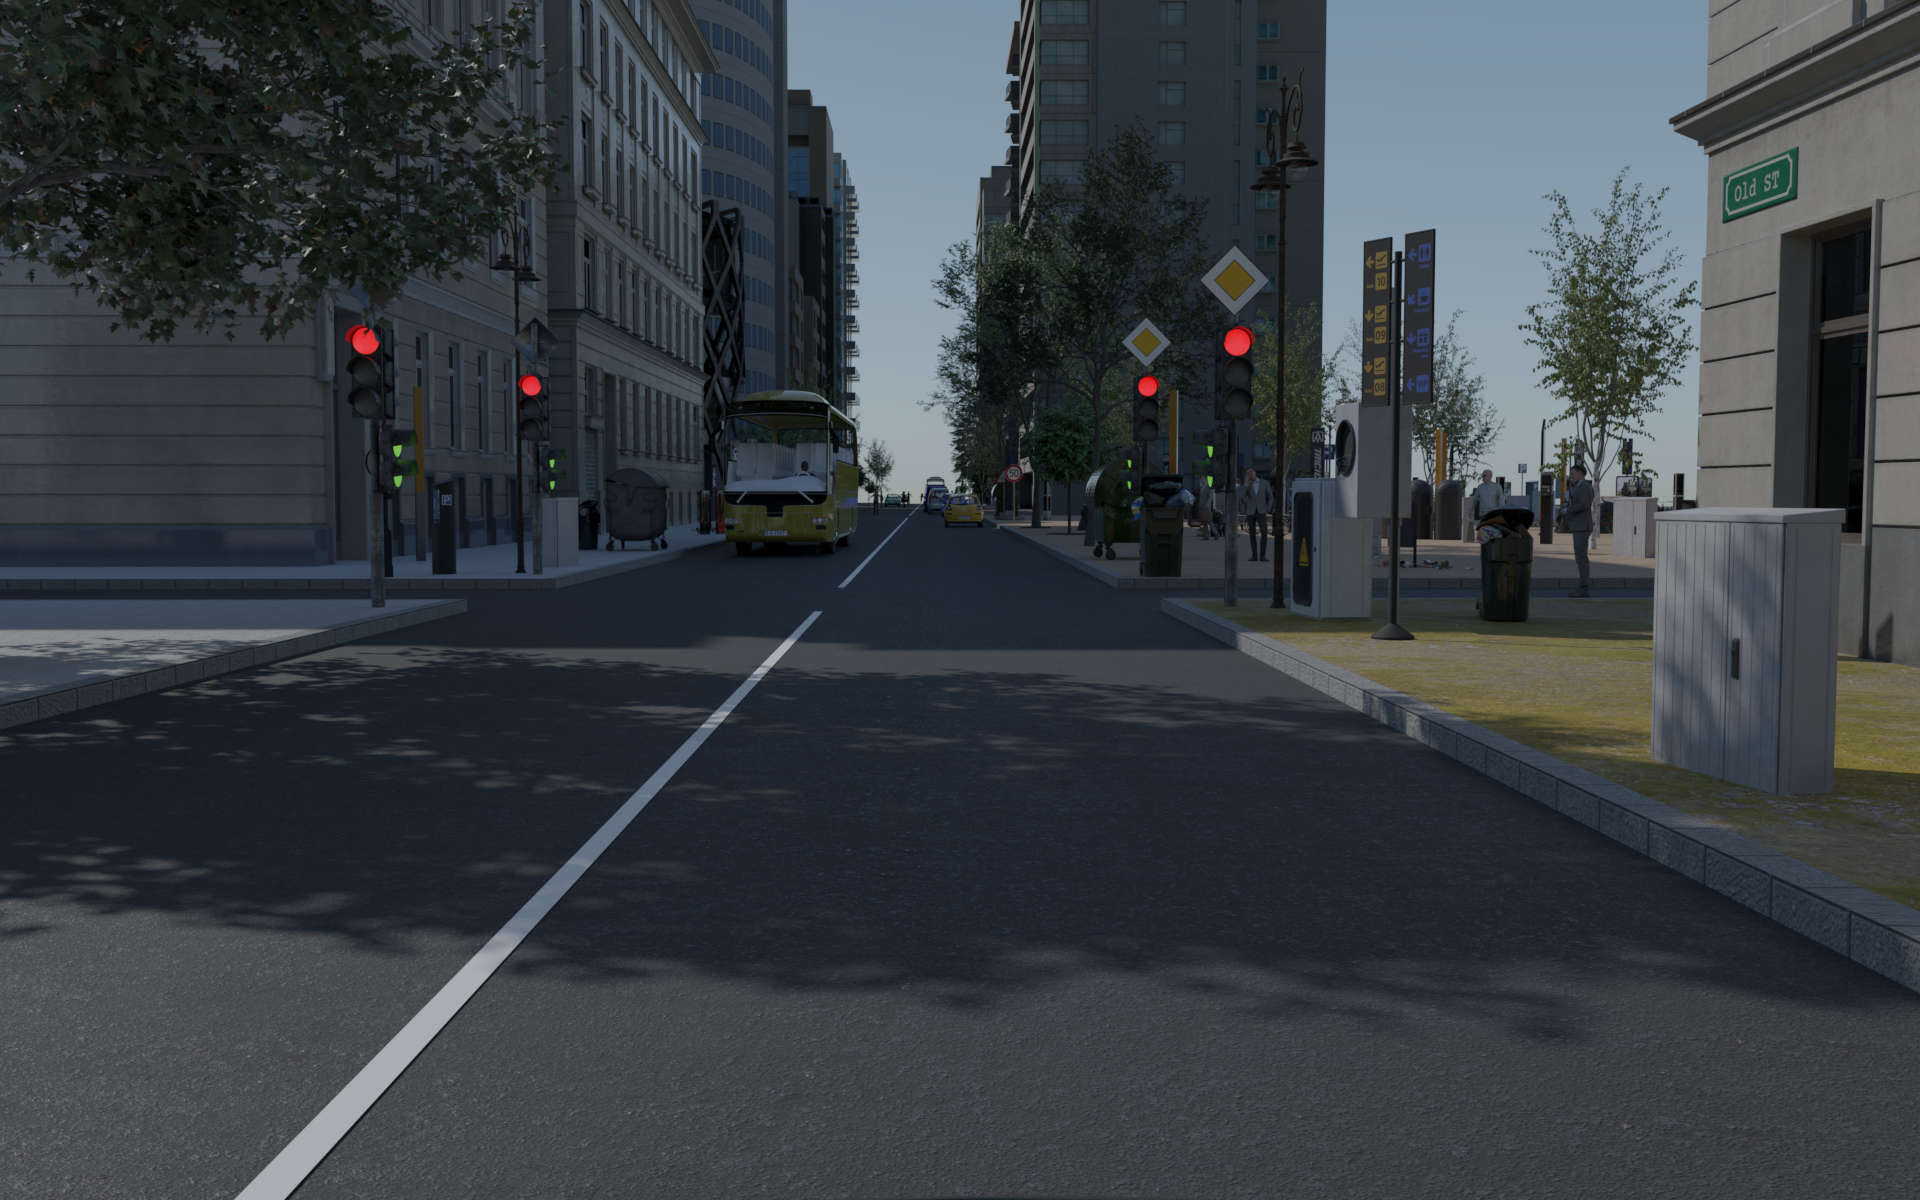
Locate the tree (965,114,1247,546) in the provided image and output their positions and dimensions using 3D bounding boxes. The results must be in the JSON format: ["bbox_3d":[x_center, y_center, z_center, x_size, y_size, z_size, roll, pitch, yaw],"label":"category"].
[{"bbox_3d":[3.535,-6.603,42.372,7.601,10.594,8.767,0,4,8],"label":"tree"}]

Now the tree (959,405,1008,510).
[{"bbox_3d":[2.399,-11.670,141.167,4.360,8.622,3.978,0,3,0],"label":"tree"}]

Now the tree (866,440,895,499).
[{"bbox_3d":[-10.864,-17.314,233.450,4.360,8.622,3.978,0,3,0],"label":"tree"}]

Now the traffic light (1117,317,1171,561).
[{"bbox_3d":[2.944,-2.371,27.689,0.839,4.253,0.868,0,4,-1],"label":"traffic light"}]

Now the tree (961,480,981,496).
[{"bbox_3d":[1.562,-10.220,161.691,1.663,3.219,1.824,0,3,0],"label":"tree"}]

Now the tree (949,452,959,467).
[{"bbox_3d":[1.117,-16.305,216.943,4.360,8.622,3.978,0,3,0],"label":"tree"}]

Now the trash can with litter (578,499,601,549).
[{"bbox_3d":[-8.781,-1.749,39.979,1.055,1.170,0.624,3,5,40],"label":"trash can with litter"}]

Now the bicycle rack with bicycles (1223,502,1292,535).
[{"bbox_3d":[9.944,-2.528,54.720,2.925,0.926,2.852,3,5,44],"label":"bicycle rack with bicycles"}]

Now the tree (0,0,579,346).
[{"bbox_3d":[-8.066,-5.866,12.918,9.611,12.733,9.660,0,3,0],"label":"tree"}]

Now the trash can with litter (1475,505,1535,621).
[{"bbox_3d":[5.487,-0.388,17.735,0.624,1.170,1.055,0,4,4],"label":"trash can with litter"}]

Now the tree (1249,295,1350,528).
[{"bbox_3d":[12.382,-7.019,65.116,4.737,8.622,4.395,0,3,0],"label":"tree"}]

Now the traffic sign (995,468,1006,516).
[{"bbox_3d":[2.177,-5.284,86.400,0.884,2.594,0.081,0,4,0],"label":"traffic sign"}]

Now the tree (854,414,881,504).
[{"bbox_3d":[-8.852,-10.361,119.766,4.737,8.622,4.395,0,3,0],"label":"tree"}]

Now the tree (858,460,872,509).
[{"bbox_3d":[-9.400,-10.168,149.955,4.285,4.588,4.351,0,3,0],"label":"tree"}]

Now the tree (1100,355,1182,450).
[{"bbox_3d":[7.952,-7.812,78.095,4.737,8.622,4.395,0,3,0],"label":"tree"}]

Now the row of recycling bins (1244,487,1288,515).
[{"bbox_3d":[17.695,-5.706,100.413,3.534,1.692,1.069,-2,4,-28],"label":"row of recycling bins"}]

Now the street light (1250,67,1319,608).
[{"bbox_3d":[3.588,-2.848,19.350,0.468,5.910,1.993,0,4,-1],"label":"street light"}]

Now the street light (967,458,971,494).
[{"bbox_3d":[0.918,-12.612,179.001,0.468,5.910,1.993,0,4,-1],"label":"street light"}]

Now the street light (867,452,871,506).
[{"bbox_3d":[-9.887,-13.157,187.910,0.468,5.910,1.993,0,4,-1],"label":"street light"}]

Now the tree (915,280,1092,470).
[{"bbox_3d":[2.658,-11.505,98.475,12.009,13.543,11.850,0,3,0],"label":"tree"}]

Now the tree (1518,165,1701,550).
[{"bbox_3d":[14.805,-5.482,39.988,4.737,8.622,4.395,0,3,0],"label":"tree"}]

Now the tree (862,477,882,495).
[{"bbox_3d":[-11.063,-13.382,213.401,1.663,3.219,1.824,0,3,0],"label":"tree"}]

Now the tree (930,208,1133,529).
[{"bbox_3d":[2.775,-8.480,64.405,9.928,11.665,9.643,0,3,0],"label":"tree"}]

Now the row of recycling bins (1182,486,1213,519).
[{"bbox_3d":[11.776,-4.975,88.450,3.534,1.692,1.069,0,4,-3],"label":"row of recycling bins"}]

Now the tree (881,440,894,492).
[{"bbox_3d":[-10.437,-16.606,221.875,4.737,8.622,4.395,0,3,0],"label":"tree"}]

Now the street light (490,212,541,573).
[{"bbox_3d":[-7.131,-3.374,27.956,0.468,5.910,1.993,0,4,-1],"label":"street light"}]

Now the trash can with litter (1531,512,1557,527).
[{"bbox_3d":[22.464,-3.436,67.239,1.678,1.210,2.233,-3,4,-38],"label":"trash can with litter"}]

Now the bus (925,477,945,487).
[{"bbox_3d":[-3.464,-15.448,244.118,2.896,3.916,12.252,0,4,-1],"label":"bus"}]

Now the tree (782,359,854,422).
[{"bbox_3d":[-8.624,-8.835,94.819,4.737,8.622,4.395,0,3,0],"label":"tree"}]

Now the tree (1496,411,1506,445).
[{"bbox_3d":[29.541,-9.214,101.011,4.360,8.622,3.978,0,3,0],"label":"tree"}]

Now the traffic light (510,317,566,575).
[{"bbox_3d":[-6.715,-2.360,27.509,0.839,4.253,0.868,0,4,-1],"label":"traffic light"}]

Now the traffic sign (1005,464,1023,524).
[{"bbox_3d":[2.298,-4.516,73.942,0.768,2.556,0.104,0,4,2],"label":"traffic sign"}]

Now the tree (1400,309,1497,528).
[{"bbox_3d":[17.729,-7.003,64.860,4.360,8.622,3.978,0,3,0],"label":"tree"}]

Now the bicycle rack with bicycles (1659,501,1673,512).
[{"bbox_3d":[37.127,-4.621,88.931,2.852,0.926,2.925,2,4,25],"label":"bicycle rack with bicycles"}]

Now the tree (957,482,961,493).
[{"bbox_3d":[0.306,-12.828,204.336,1.663,3.219,1.824,0,3,0],"label":"tree"}]

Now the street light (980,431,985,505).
[{"bbox_3d":[1.591,-9.454,127.357,0.468,5.910,1.993,0,4,-1],"label":"street light"}]

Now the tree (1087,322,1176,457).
[{"bbox_3d":[7.385,-7.462,72.362,4.360,8.622,3.978,0,3,0],"label":"tree"}]

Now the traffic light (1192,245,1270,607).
[{"bbox_3d":[3.081,-1.883,19.705,0.839,4.253,0.868,0,4,-1],"label":"traffic light"}]

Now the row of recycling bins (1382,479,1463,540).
[{"bbox_3d":[12.775,-2.590,49.461,1.069,1.692,3.534,-3,5,-40],"label":"row of recycling bins"}]

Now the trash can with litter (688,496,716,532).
[{"bbox_3d":[-8.848,-3.008,60.232,1.678,1.210,2.233,1,4,23],"label":"trash can with litter"}]

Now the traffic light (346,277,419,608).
[{"bbox_3d":[-6.579,-1.872,19.525,0.839,4.253,0.868,0,4,-1],"label":"traffic light"}]

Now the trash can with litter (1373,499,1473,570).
[{"bbox_3d":[7.956,-1.171,30.210,1.678,1.210,2.233,-2,4,-27],"label":"trash can with litter"}]

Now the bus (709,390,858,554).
[{"bbox_3d":[-4.193,-3.246,44.625,2.896,3.916,12.252,0,4,0],"label":"bus"}]

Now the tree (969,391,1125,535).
[{"bbox_3d":[3.426,-4.374,55.235,4.285,4.588,4.351,0,3,0],"label":"tree"}]

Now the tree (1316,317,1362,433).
[{"bbox_3d":[16.789,-7.347,70.486,4.360,8.622,3.978,0,3,0],"label":"tree"}]

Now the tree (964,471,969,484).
[{"bbox_3d":[1.983,-10.139,149.481,4.285,4.588,4.351,0,3,0],"label":"tree"}]
